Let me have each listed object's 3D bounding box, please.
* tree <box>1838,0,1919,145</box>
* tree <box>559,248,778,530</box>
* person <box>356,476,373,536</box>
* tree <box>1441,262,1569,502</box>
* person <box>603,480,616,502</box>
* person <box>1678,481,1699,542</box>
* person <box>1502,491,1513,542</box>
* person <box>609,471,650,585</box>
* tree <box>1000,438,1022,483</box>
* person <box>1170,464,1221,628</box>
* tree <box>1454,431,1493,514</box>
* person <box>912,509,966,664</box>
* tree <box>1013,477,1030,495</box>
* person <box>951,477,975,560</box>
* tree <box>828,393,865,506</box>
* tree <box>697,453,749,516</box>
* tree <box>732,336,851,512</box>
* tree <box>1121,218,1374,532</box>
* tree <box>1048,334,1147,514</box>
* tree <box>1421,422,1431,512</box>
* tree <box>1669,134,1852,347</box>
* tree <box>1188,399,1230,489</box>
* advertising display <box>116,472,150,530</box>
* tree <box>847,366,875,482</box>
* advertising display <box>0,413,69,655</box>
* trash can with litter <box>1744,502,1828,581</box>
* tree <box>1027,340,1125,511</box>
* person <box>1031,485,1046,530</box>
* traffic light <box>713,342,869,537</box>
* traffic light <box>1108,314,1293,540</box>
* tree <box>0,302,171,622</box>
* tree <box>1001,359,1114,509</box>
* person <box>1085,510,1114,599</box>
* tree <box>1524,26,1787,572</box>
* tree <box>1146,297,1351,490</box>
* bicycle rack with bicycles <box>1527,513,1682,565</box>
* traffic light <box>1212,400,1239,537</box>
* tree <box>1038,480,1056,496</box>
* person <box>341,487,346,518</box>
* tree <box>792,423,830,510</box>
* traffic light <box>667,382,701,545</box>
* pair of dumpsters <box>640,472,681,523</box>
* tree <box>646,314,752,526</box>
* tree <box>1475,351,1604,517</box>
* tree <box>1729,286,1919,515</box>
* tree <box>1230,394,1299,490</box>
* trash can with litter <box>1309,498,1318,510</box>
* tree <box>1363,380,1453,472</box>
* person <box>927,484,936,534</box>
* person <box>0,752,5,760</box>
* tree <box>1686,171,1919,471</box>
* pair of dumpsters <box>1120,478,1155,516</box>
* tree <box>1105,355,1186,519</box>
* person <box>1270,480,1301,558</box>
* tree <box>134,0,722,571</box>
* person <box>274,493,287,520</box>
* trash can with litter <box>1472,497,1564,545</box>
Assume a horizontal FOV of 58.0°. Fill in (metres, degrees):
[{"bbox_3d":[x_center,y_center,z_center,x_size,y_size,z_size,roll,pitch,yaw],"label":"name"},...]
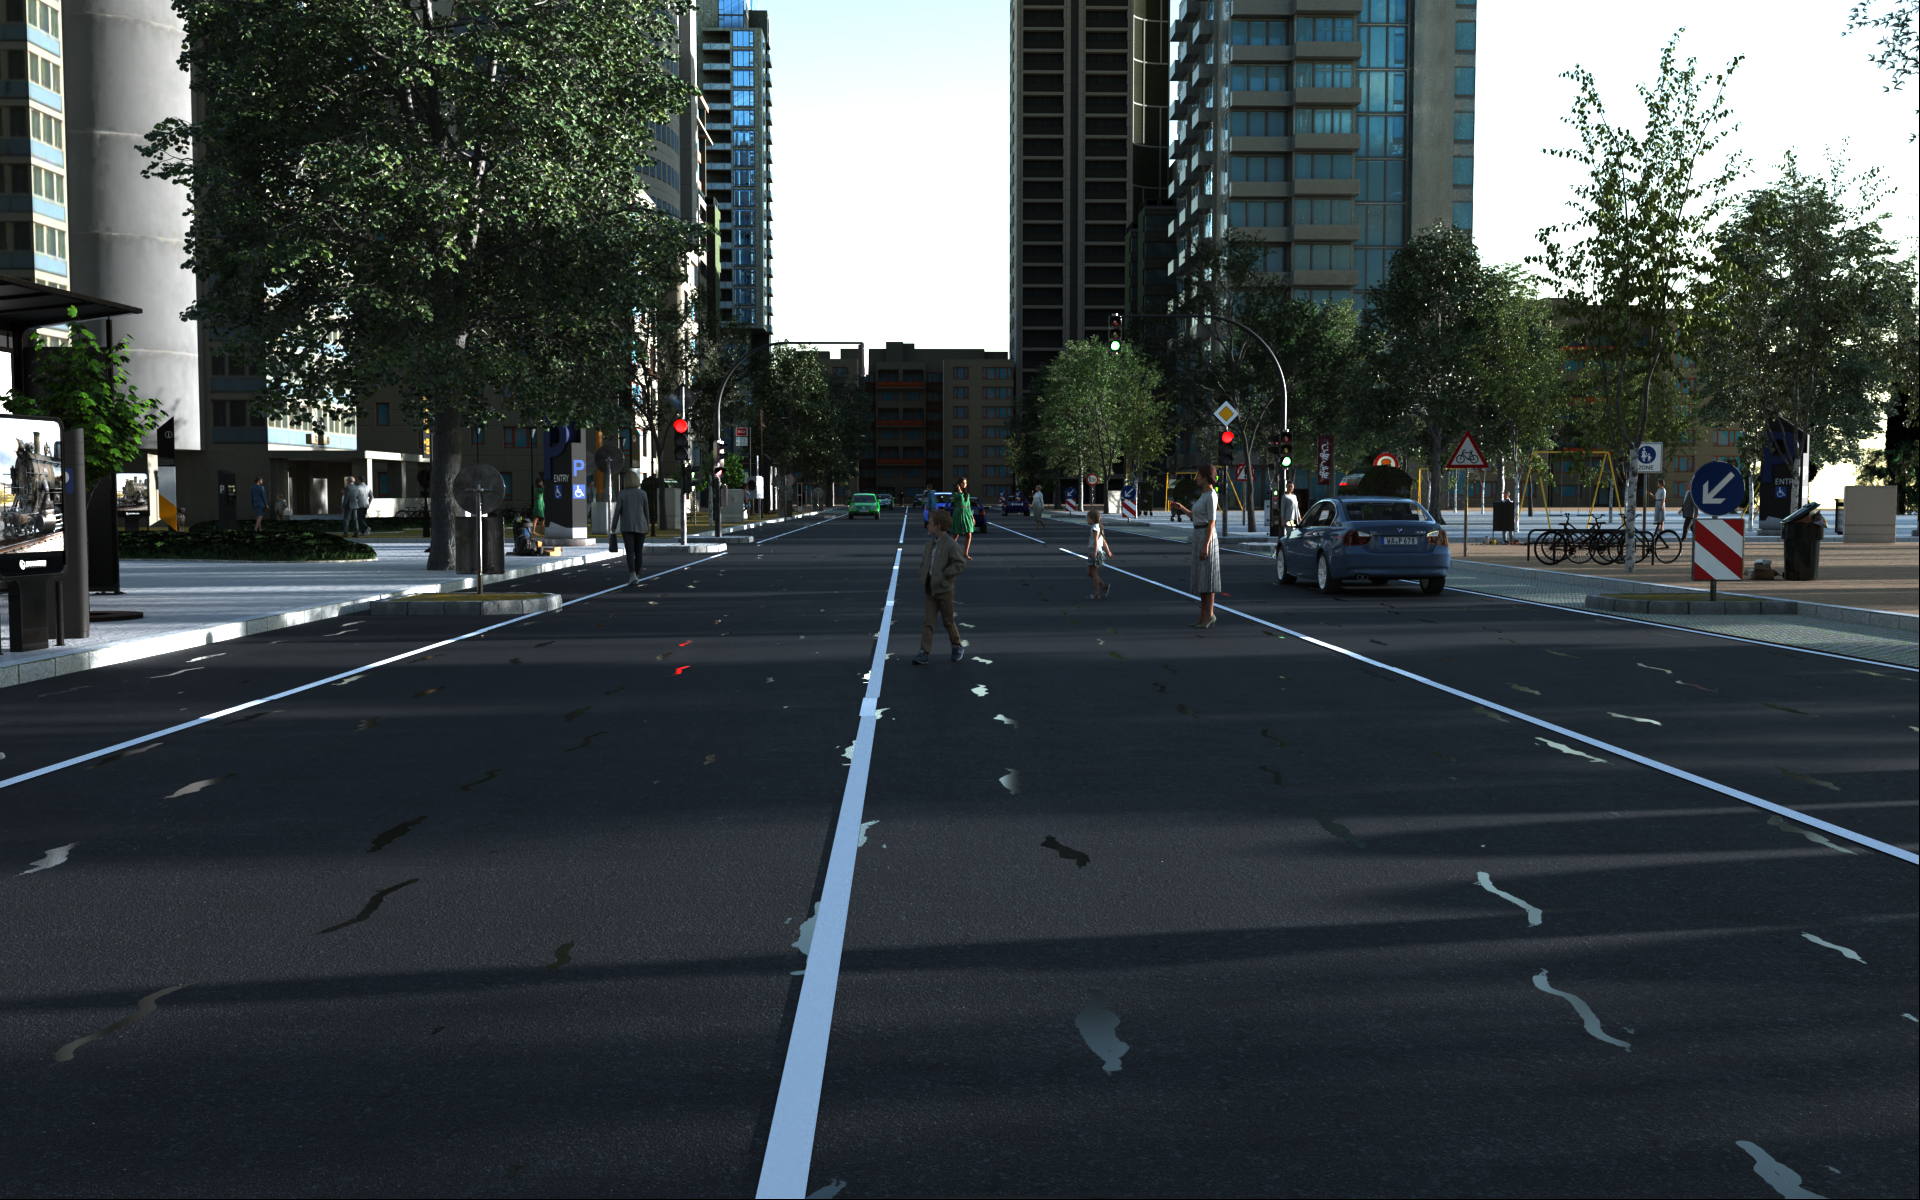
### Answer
[{"bbox_3d":[11.200,-6.283,13.095,12.009,13.543,11.850,0,3,0],"label":"tree"},{"bbox_3d":[-10.517,-7.783,61.667,8.767,10.594,7.601,0,4,2],"label":"tree"},{"bbox_3d":[-18.230,-2.882,53.012,0.795,1.843,0.661,2,4,33],"label":"person"},{"bbox_3d":[26.377,-10.221,85.239,7.486,12.596,7.792,0,3,0],"label":"tree"},{"bbox_3d":[-12.661,-3.426,62.246,0.709,1.800,0.728,3,4,37],"label":"person"},{"bbox_3d":[19.656,-2.320,46.828,0.834,1.777,0.661,0,4,-4],"label":"person"},{"bbox_3d":[14.699,-2.162,46.444,0.503,1.515,0.523,-1,4,-19],"label":"person"},{"bbox_3d":[-5.253,-1.146,27.416,0.709,1.800,0.728,-1,4,-20],"label":"person"},{"bbox_3d":[6.716,-15.041,196.284,4.737,8.622,4.395,0,3,0],"label":"tree"},{"bbox_3d":[2.540,-0.582,18.586,0.524,1.755,0.480,0,4,-6],"label":"person"},{"bbox_3d":[33.373,-9.831,111.094,4.360,8.622,3.978,0,3,0],"label":"tree"},{"bbox_3d":[-0.155,-0.118,14.709,0.475,1.303,0.640,2,4,31],"label":"person"},{"bbox_3d":[6.456,-11.220,178.053,1.663,3.219,1.824,0,3,0],"label":"tree"},{"bbox_3d":[0.025,-1.747,37.310,0.529,1.795,0.600,3,5,40],"label":"person"},{"bbox_3d":[-14.008,-16.469,187.402,7.486,12.596,7.792,0,3,0],"label":"tree"},{"bbox_3d":[-11.095,-5.343,81.965,1.663,3.219,1.824,0,3,0],"label":"tree"},{"bbox_3d":[-12.366,-12.778,125.920,9.611,12.733,9.660,0,3,0],"label":"tree"},{"bbox_3d":[9.761,-7.571,58.204,8.767,10.594,7.601,-1,4,-13],"label":"tree"},{"bbox_3d":[9.530,-11.374,111.726,9.928,11.665,9.643,0,3,0],"label":"tree"},{"bbox_3d":[18.869,-6.571,57.803,4.737,8.622,4.395,0,3,0],"label":"tree"},{"bbox_3d":[17.252,-5.237,35.995,4.360,8.622,3.978,0,3,0],"label":"tree"},{"bbox_3d":[17.436,-10.065,114.918,4.360,8.622,3.978,0,3,0],"label":"tree"},{"bbox_3d":[-24.195,-2.774,50.577,0.974,1.923,0.123,-3,4,-36],"label":"advertising display"},{"bbox_3d":[-13.088,-16.159,170.858,9.857,13.997,8.962,0,3,0],"label":"tree"},{"bbox_3d":[-7.646,-0.548,14.174,0.123,1.923,0.974,0,4,4],"label":"advertising display"},{"bbox_3d":[12.267,-0.878,25.742,1.055,1.170,0.624,1,4,12],"label":"trash can with litter"},{"bbox_3d":[8.628,-12.837,128.004,7.486,12.596,7.792,0,3,0],"label":"tree"},{"bbox_3d":[3.192,-3.731,69.722,0.641,1.798,0.478,-1,4,-23],"label":"person"},{"bbox_3d":[-5.107,-4.713,51.718,4.771,5.953,1.251,0,4,-2],"label":"traffic light"},{"bbox_3d":[6.102,-4.234,43.892,4.771,5.953,1.251,0,4,-2],"label":"traffic light"},{"bbox_3d":[-9.082,-1.409,17.644,1.663,3.219,1.824,0,3,0],"label":"tree"},{"bbox_3d":[8.230,-14.002,145.935,9.611,12.733,9.660,0,3,0],"label":"tree"},{"bbox_3d":[1.899,-0.618,23.616,0.382,1.210,0.505,1,4,8],"label":"person"},{"bbox_3d":[11.181,-4.775,28.430,4.737,8.622,4.395,0,3,0],"label":"tree"},{"bbox_3d":[16.734,-10.079,90.543,9.928,11.665,9.643,0,3,0],"label":"tree"},{"bbox_3d":[11.874,-1.146,32.120,2.925,0.926,2.852,0,4,5],"label":"bicycle rack with bicycles"},{"bbox_3d":[7.959,-3.863,52.076,0.839,4.253,0.868,0,4,-2],"label":"traffic light"},{"bbox_3d":[8.151,-9.904,156.538,1.663,3.219,1.824,0,3,0],"label":"tree"},{"bbox_3d":[-21.156,-3.125,59.737,0.503,1.515,0.523,1,4,15],"label":"person"},{"bbox_3d":[-13.273,-12.094,148.096,4.360,8.622,3.978,0,3,0],"label":"tree"},{"bbox_3d":[-6.964,-3.347,43.641,0.839,4.253,0.868,0,4,-2],"label":"traffic light"},{"bbox_3d":[-13.147,-4.490,75.911,1.574,2.255,4.437,0,4,-1],"label":"pair of dumpsters"},{"bbox_3d":[-10.121,-7.259,69.050,4.360,8.622,3.978,0,3,0],"label":"tree"},{"bbox_3d":[32.729,-10.064,98.959,8.767,10.594,7.601,1,4,17],"label":"tree"},{"bbox_3d":[57.264,-12.587,107.619,18.604,14.587,13.155,1,4,11],"label":"tree"},{"bbox_3d":[19.779,-9.729,109.429,4.360,8.622,3.978,0,3,0],"label":"tree"},{"bbox_3d":[10.976,-2.668,55.007,1.055,1.170,0.624,-3,5,-41],"label":"trash can with litter"},{"bbox_3d":[23.579,-8.739,93.250,4.360,8.622,3.978,0,3,0],"label":"tree"},{"bbox_3d":[-0.992,-3.273,62.363,0.444,1.785,0.601,1,4,18],"label":"person"},{"bbox_3d":[-5.441,-0.028,9.139,0.537,1.800,0.526,0,4,5],"label":"person"},{"bbox_3d":[33.243,-9.881,68.202,9.857,13.997,8.962,0,3,0],"label":"tree"},{"bbox_3d":[10.636,-6.180,103.535,1.574,2.255,4.437,0,4,-2],"label":"pair of dumpsters"},{"bbox_3d":[9.312,-8.523,89.717,4.737,8.622,4.395,0,3,0],"label":"tree"},{"bbox_3d":[7.182,-1.758,37.987,0.760,1.731,0.466,1,4,17],"label":"person"},{"bbox_3d":[-8.642,-7.488,29.078,9.857,13.997,8.962,0,3,0],"label":"tree"},{"bbox_3d":[-23.877,-3.093,60.885,0.475,1.303,0.640,0,4,-1],"label":"person"},{"bbox_3d":[14.123,-1.997,43.701,2.233,1.210,1.678,1,4,21],"label":"trash can with litter"}]
